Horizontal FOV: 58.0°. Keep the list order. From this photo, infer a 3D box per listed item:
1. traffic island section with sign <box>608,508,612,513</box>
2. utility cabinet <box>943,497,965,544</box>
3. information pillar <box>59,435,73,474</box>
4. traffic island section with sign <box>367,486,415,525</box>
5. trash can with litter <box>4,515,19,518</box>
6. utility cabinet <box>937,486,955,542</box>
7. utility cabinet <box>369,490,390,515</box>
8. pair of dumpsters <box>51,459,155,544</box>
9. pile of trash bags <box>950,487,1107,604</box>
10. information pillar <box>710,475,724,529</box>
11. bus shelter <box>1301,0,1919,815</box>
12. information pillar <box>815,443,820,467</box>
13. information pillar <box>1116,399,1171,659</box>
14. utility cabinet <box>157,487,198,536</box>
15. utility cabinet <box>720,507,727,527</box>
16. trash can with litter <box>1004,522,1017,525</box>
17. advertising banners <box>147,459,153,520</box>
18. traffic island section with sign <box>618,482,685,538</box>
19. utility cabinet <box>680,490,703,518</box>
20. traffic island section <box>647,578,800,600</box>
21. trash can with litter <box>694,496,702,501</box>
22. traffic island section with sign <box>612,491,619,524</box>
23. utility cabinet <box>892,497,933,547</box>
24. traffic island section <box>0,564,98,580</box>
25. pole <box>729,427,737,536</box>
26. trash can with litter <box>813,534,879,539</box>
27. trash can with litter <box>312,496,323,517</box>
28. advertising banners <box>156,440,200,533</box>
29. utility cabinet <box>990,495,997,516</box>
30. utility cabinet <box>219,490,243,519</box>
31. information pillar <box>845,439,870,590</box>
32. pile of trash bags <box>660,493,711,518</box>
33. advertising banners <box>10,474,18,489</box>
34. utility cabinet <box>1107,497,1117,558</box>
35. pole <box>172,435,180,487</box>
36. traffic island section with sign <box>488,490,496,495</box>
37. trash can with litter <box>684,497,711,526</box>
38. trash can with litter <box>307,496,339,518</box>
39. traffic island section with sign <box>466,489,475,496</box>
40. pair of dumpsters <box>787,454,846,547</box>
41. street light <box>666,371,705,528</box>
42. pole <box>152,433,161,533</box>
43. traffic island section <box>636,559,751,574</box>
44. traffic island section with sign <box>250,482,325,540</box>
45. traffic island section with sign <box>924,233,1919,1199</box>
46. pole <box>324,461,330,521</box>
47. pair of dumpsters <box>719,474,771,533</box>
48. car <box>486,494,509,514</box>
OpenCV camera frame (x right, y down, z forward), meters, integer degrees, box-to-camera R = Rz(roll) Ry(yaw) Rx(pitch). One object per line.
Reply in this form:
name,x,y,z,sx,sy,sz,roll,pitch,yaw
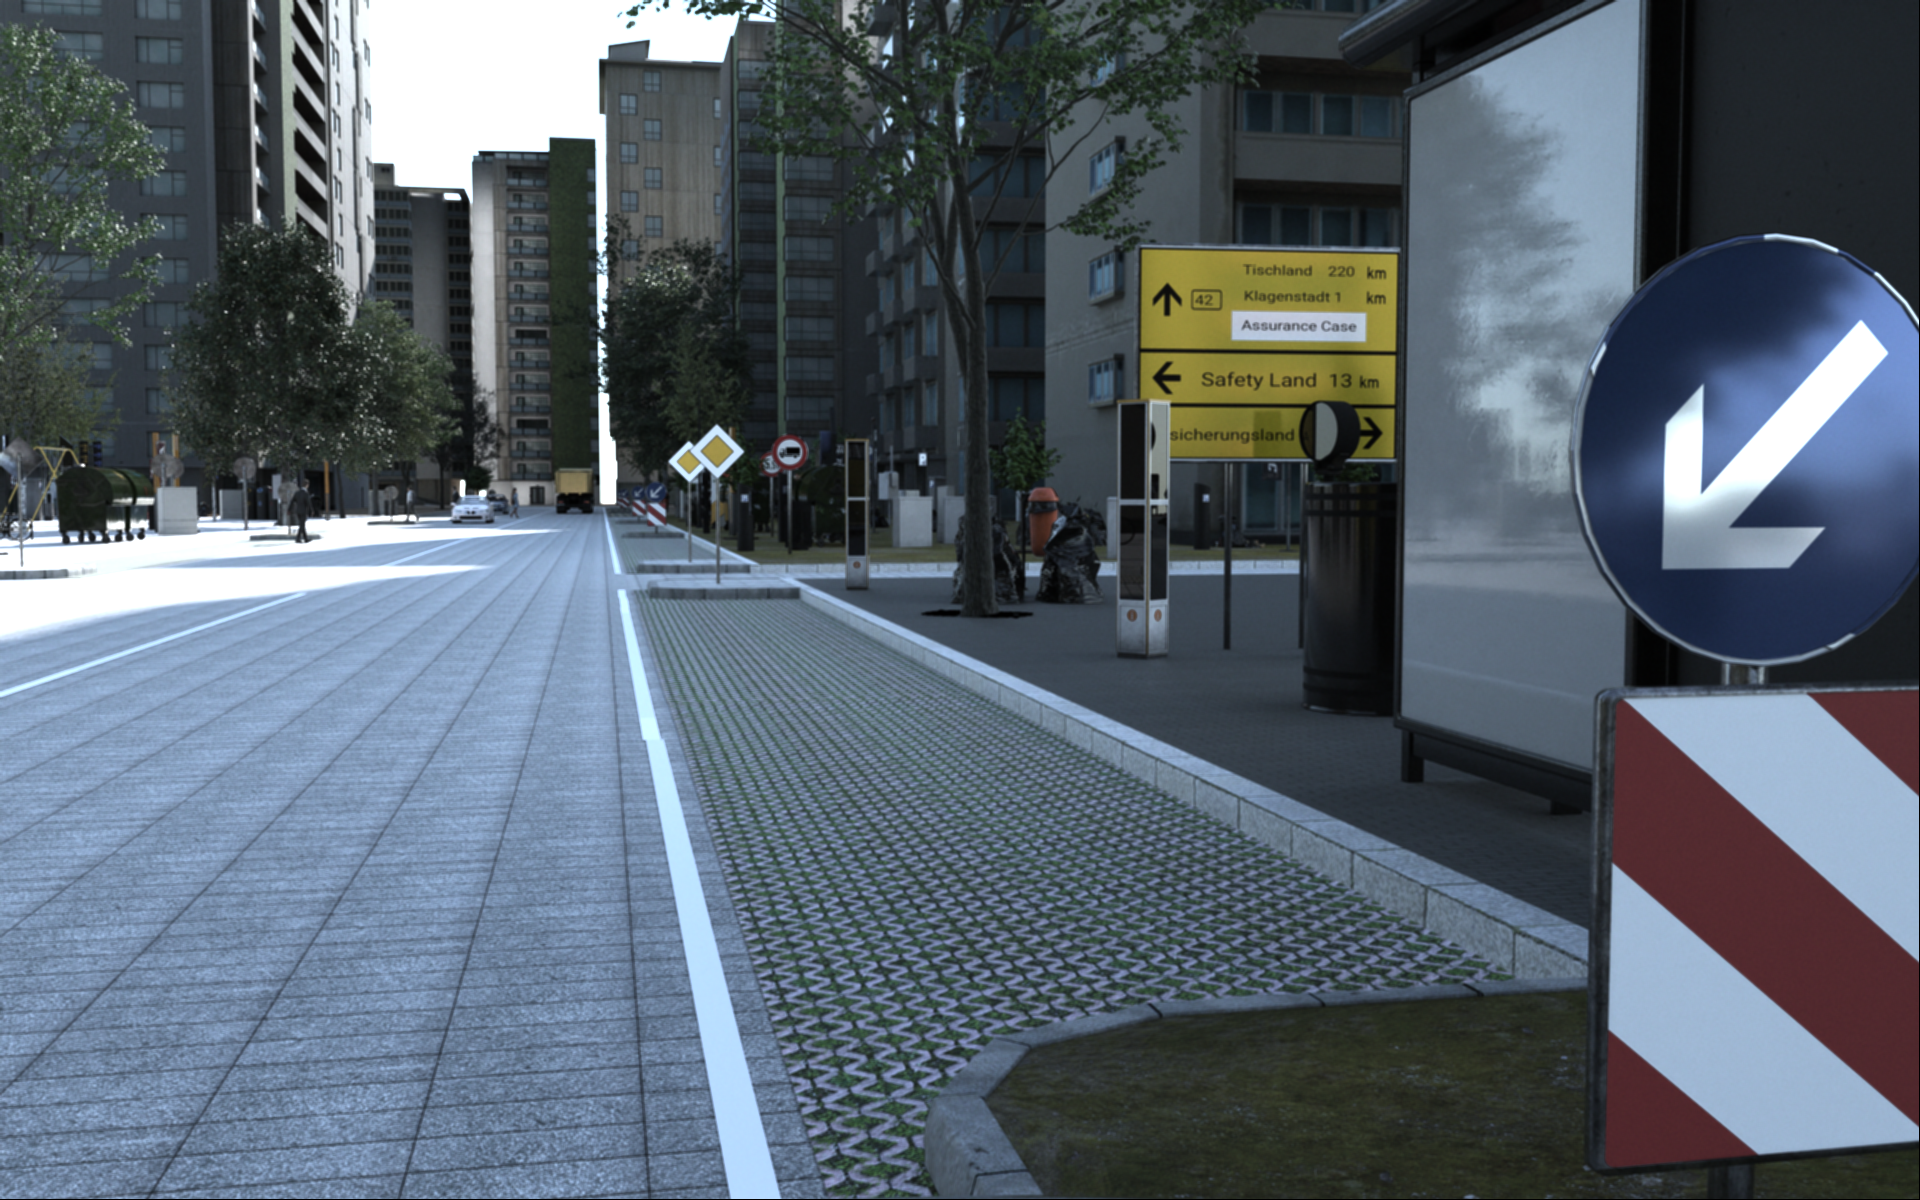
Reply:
traffic island section with sign,-25.721,-7.561,132.247,1.989,1.847,2.006,-1,4,-12
utility cabinet,0.081,-2.061,44.867,1.020,1.237,0.306,0,4,-4
information pillar,-35.216,-4.706,68.297,0.504,3.616,0.183,0,4,-3
traffic island section with sign,-26.670,-4.444,81.281,1.989,1.847,2.006,-1,4,-12
trash can with litter,-51.019,-5.105,94.525,2.233,1.210,1.678,-2,4,-34
utility cabinet,-0.390,-2.299,46.266,0.318,1.500,1.173,1,4,9
utility cabinet,-34.350,-5.738,102.493,1.173,1.500,0.318,0,4,-3
pair of dumpsters,-22.848,-2.675,46.231,1.574,2.255,4.437,-1,4,-12
pile of trash bags,0.910,-0.734,21.747,1.912,1.369,3.447,0,4,7
information pillar,-8.957,-4.435,63.873,0.504,3.616,0.183,1,4,9
bus shelter,3.046,-1.756,6.335,2.179,5.291,8.768,-1,4,-12
information pillar,-6.026,-5.081,74.434,0.504,3.616,0.183,3,5,43
information pillar,1.436,-0.555,13.570,0.304,2.012,0.304,3,5,41
utility cabinet,-24.032,-2.722,53.176,0.318,1.500,1.173,2,4,30
utility cabinet,-8.746,-3.541,66.572,1.173,1.500,0.318,-2,4,-25
trash can with litter,1.238,-3.705,71.634,2.233,1.210,1.678,1,4,9
advertising banners,-40.310,-5.488,85.911,0.090,3.025,2.074,-1,4,-8
traffic island section with sign,-10.093,-2.948,56.833,1.989,1.847,2.006,-1,4,-12
utility cabinet,-14.034,-5.003,90.473,1.173,1.500,0.318,-3,4,-38
traffic island section,-3.437,-0.153,24.784,2.009,0.180,2.903,-1,4,-12
trash can with litter,-12.400,-4.523,85.014,2.233,1.210,1.678,0,4,-5
traffic island section with sign,-15.560,-4.563,83.230,1.989,1.847,2.006,-1,4,-12
utility cabinet,-1.157,-1.885,41.979,1.020,1.237,0.306,-3,4,-38
traffic island section,-16.410,-0.488,30.263,2.009,0.180,2.903,-1,4,-12
pole,-6.947,-3.616,52.958,0.158,3.312,0.155,0,3,0
trash can with litter,-3.498,-2.379,49.957,2.233,1.210,1.678,0,4,3
trash can with litter,-35.772,-5.189,96.225,0.624,1.170,1.055,0,4,-6
advertising banners,-25.436,-3.675,56.277,2.074,3.025,0.090,2,4,30
utility cabinet,0.896,-3.221,63.818,1.020,1.237,0.306,-3,4,-39
utility cabinet,-36.801,-4.826,87.585,0.318,1.500,1.173,3,5,43
information pillar,-1.374,-1.147,23.242,0.304,2.012,0.304,0,4,1
pile of trash bags,-15.435,-5.333,96.945,3.447,1.369,1.912,2,4,27
advertising banners,-49.167,-5.819,91.328,2.074,3.025,0.090,0,4,4
utility cabinet,3.451,-1.431,34.556,1.020,1.237,0.306,1,4,13
pole,-27.098,-4.041,59.913,0.158,3.312,0.155,0,3,0
traffic island section with sign,-42.481,-9.104,157.485,1.989,1.847,2.006,-1,4,-12
trash can with litter,-10.438,-3.519,68.919,1.055,1.170,0.624,1,4,12
trash can with litter,-34.728,-5.036,93.403,2.233,1.210,1.678,-1,4,-10
traffic island section with sign,-36.932,-7.474,130.825,1.989,1.847,2.006,-1,4,-12
pair of dumpsters,-3.367,-2.526,43.801,1.574,2.255,4.437,-1,4,-12
street light,-10.401,-5.686,65.514,1.470,5.913,1.316,-1,4,-12
pole,-26.627,-3.889,57.432,0.158,3.312,0.155,0,3,0
traffic island section,-5.059,-0.631,32.603,2.009,0.180,2.903,-1,4,-12
traffic island section with sign,-21.099,-2.801,54.420,1.989,1.847,2.006,-1,4,-12
traffic island section with sign,0.984,0.319,3.406,1.989,1.847,2.006,-1,4,-12
pole,-30.062,-5.407,82.253,0.158,3.312,0.155,0,3,0
pair of dumpsters,-7.329,-3.481,59.415,1.574,2.255,4.437,-1,4,-12
car,-33.179,-6.826,123.613,2.014,1.417,4.499,-1,4,-11
